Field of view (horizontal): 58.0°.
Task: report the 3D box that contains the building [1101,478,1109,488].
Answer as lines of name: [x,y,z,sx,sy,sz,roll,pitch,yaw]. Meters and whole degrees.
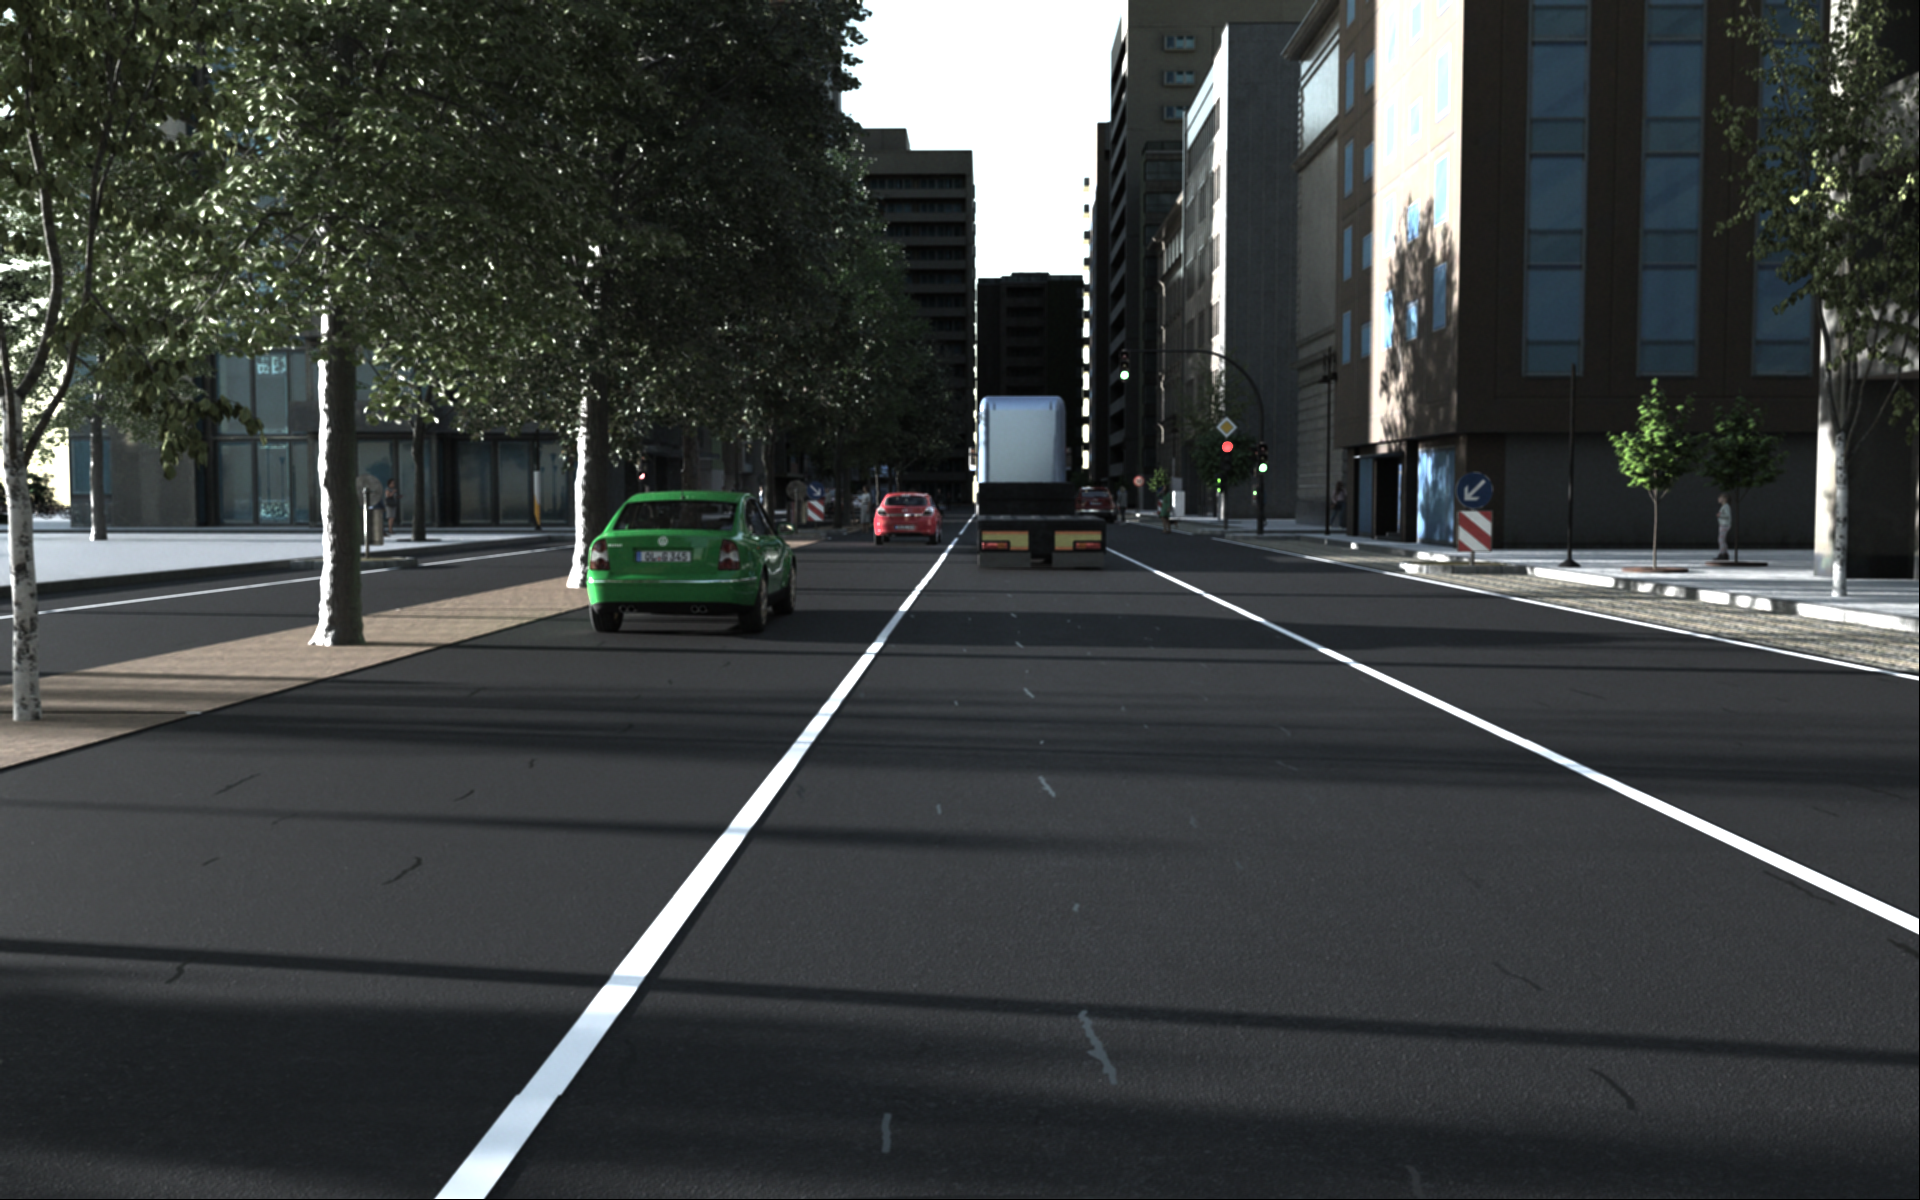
building: [31.610,-30.174,185.219,32.217,40.220,23.993,0,4,1]

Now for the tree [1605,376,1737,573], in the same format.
tree: [11.460,-2.088,28.733,1.663,3.219,1.824,0,3,0]

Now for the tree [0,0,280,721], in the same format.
tree: [-5.853,-3.524,10.442,4.737,8.622,4.395,0,3,0]

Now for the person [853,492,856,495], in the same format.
person: [-11.840,-11.683,197.024,0.705,1.831,1.348,2,4,34]

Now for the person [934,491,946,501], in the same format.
person: [-1.746,-8.853,154.041,1.217,1.735,0.721,-1,4,-18]

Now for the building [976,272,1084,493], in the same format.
building: [9.073,-27.937,228.476,14.107,30.474,14.160,0,4,1]

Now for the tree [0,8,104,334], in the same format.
tree: [-15.056,-5.322,21.424,7.601,10.594,8.767,1,4,13]

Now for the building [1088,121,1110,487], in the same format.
building: [22.525,-33.894,204.284,14.600,45.320,14.200,0,4,1]

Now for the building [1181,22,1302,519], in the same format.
building: [19.558,-17.067,97.065,12.078,24.808,19.932,0,4,1]

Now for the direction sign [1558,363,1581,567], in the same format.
direction sign: [10.723,-2.347,30.371,0.379,3.537,0.876,1,4,22]

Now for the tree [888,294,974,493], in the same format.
tree: [-4.216,-11.749,104.927,12.009,13.543,11.850,0,3,0]

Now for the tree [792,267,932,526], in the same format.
tree: [-5.137,-9.555,76.814,7.486,12.596,7.792,0,3,0]

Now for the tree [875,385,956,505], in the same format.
tree: [-4.352,-9.634,94.391,8.767,10.594,7.601,0,4,1]

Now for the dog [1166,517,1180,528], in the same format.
dog: [8.805,-3.217,71.879,0.540,0.507,0.406,-2,4,-31]

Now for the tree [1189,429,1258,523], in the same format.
tree: [11.849,-5.740,77.564,4.285,4.588,4.351,0,3,0]

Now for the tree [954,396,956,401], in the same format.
tree: [-4.739,-8.552,68.044,9.928,11.665,9.643,0,3,0]

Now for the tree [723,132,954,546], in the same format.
tree: [-5.151,-7.270,47.076,9.928,11.665,9.643,0,3,0]

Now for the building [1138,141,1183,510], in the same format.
building: [21.817,-22.810,144.637,14.160,30.474,14.107,0,4,1]

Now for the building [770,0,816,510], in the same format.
building: [-24.339,-30.454,152.546,22.147,44.769,28.867,0,4,1]

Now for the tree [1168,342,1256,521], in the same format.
tree: [12.222,-8.111,82.976,4.737,8.622,4.395,0,3,0]

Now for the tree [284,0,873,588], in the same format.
tree: [-5.688,-7.170,26.338,9.857,13.997,8.962,0,3,0]

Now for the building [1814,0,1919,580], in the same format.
building: [23.818,-23.929,14.945,21.300,48.544,21.600,0,4,1]

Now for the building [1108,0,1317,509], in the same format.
building: [25.411,-32.943,162.315,21.300,48.544,21.600,0,4,1]

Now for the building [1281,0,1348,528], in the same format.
building: [23.624,-14.690,69.059,19.941,23.489,11.050,0,4,1]

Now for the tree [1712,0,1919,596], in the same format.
tree: [11.085,-4.340,21.320,4.737,8.622,4.395,0,3,0]

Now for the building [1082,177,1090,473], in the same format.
building: [31.643,-37.563,233.757,30.456,49.044,23.786,0,4,1]

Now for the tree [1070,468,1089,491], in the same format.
tree: [15.197,-14.179,215.541,4.285,4.588,4.351,0,3,0]

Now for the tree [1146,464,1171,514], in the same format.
tree: [12.792,-7.130,111.175,1.663,3.219,1.824,0,3,0]

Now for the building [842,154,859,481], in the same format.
building: [-19.302,-31.989,206.622,14.086,41.232,14.154,0,4,1]

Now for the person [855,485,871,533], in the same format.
person: [-3.523,-3.308,63.156,0.480,1.755,0.524,3,5,42]

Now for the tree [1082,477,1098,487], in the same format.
tree: [14.382,-11.949,189.970,1.663,3.219,1.824,0,3,0]

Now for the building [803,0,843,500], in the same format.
building: [-23.943,-39.075,180.874,21.231,58.520,28.212,0,4,1]

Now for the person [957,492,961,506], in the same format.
person: [-0.141,-11.860,203.197,0.721,1.735,1.217,-1,4,-19]

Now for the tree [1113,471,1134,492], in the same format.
tree: [13.683,-9.304,146.725,1.663,3.219,1.824,0,3,0]

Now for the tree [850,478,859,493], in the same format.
tree: [-11.758,-11.552,183.478,1.663,3.219,1.824,0,3,0]

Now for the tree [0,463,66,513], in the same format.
tree: [-68.294,-12.978,114.005,13.155,14.587,18.604,0,4,-6]

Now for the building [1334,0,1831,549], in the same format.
building: [18.395,-24.179,45.433,14.600,45.320,14.200,0,4,1]

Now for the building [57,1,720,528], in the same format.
building: [-24.119,-28.020,77.729,23.786,49.044,30.456,0,4,1]

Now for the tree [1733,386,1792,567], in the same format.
tree: [13.831,-2.229,31.047,1.663,3.219,1.824,0,3,0]

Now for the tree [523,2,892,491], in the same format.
tree: [-5.807,-7.201,37.203,9.611,12.733,9.660,0,3,0]

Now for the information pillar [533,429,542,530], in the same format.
information pillar: [-15.205,-4.335,62.234,0.183,3.616,0.504,-2,4,-29]

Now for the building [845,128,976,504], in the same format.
building: [-8.706,-37.229,232.396,21.600,48.544,21.300,0,4,1]

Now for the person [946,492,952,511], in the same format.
person: [-0.933,-8.539,149.575,0.593,1.643,0.415,2,4,25]

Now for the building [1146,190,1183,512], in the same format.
building: [22.499,-17.670,122.185,16.112,22.955,30.059,0,4,1]

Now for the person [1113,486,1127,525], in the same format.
person: [7.430,-4.348,79.764,0.709,1.800,0.728,-2,4,-28]

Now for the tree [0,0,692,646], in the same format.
tree: [-5.990,-5.868,16.525,7.486,12.596,7.792,0,3,0]

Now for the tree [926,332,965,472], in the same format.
tree: [-4.614,-10.153,85.468,9.611,12.733,9.660,0,3,0]

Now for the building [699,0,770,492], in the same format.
building: [-22.038,-27.315,130.198,14.154,41.232,14.086,0,4,1]

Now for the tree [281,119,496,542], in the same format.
tree: [-14.620,-7.404,46.810,9.928,11.665,9.643,0,3,0]
